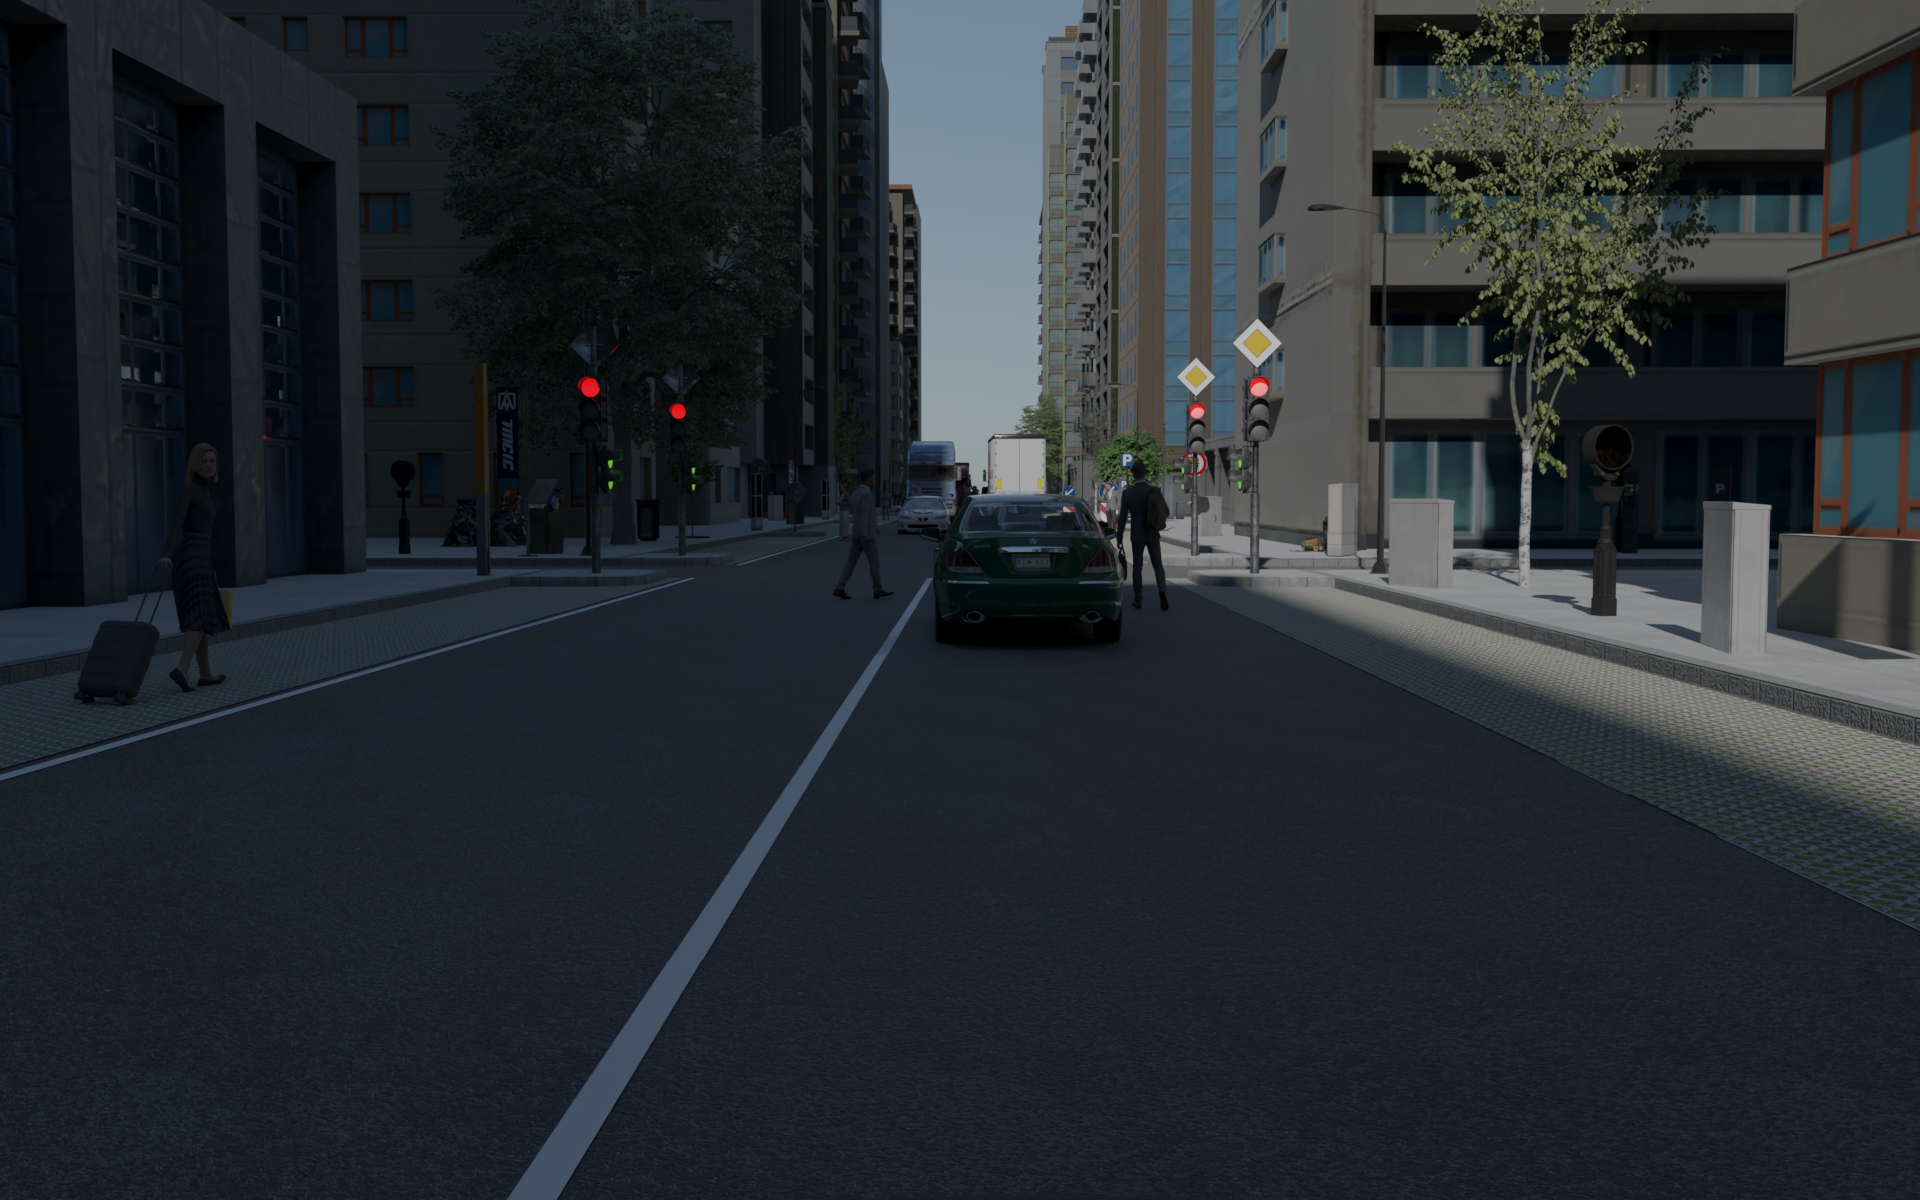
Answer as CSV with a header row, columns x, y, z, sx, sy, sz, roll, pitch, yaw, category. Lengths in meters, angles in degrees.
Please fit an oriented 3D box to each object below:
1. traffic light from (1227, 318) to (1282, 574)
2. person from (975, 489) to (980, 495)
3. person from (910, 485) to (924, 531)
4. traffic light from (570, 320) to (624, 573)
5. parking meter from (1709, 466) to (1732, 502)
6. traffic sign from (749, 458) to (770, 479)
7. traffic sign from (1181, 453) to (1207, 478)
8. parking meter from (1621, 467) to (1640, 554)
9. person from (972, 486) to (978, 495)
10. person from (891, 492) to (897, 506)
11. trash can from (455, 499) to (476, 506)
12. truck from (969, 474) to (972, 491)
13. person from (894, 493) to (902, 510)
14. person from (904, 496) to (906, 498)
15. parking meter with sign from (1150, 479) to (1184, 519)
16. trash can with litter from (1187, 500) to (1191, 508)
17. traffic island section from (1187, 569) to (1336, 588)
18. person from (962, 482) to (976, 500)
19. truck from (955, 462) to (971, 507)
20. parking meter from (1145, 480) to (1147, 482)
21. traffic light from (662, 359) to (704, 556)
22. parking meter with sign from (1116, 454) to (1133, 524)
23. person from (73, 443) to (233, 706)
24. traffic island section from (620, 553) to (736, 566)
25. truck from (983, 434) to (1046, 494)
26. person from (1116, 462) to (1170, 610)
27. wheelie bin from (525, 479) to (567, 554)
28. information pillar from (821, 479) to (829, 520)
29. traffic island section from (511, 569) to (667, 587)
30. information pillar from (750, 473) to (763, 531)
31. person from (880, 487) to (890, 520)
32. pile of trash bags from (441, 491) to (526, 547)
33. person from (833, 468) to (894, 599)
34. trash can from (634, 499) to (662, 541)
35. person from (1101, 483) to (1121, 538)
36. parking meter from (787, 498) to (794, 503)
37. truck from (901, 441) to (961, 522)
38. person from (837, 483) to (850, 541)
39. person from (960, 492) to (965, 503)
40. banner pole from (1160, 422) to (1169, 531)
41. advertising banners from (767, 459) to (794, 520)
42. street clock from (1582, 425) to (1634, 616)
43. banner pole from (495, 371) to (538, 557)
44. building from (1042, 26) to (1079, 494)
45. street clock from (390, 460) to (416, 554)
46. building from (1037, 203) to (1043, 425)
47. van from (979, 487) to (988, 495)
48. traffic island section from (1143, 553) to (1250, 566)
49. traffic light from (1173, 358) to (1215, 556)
x,y,z,sx,sy,sz,roll,pitch,yaw,category
4.732,-2.380,27.832,0.839,4.253,0.868,0,4,1,traffic light
1.027,-5.218,94.645,0.643,1.720,0.563,1,4,18,person
-1.716,-3.523,66.592,0.782,1.767,0.515,0,4,1,person
-5.879,-2.388,27.963,0.839,4.253,0.868,0,4,1,traffic light
16.081,-1.893,36.658,0.399,1.863,0.255,2,4,32,parking meter
-7.138,-3.761,61.606,0.768,2.556,0.104,1,4,11,traffic sign
6.752,-3.057,50.084,0.768,2.556,0.104,0,4,2,traffic sign
14.484,-1.939,37.414,0.255,1.863,0.399,3,4,36,parking meter
0.873,-4.052,74.965,0.699,1.804,1.509,-3,4,-38,person
-7.188,-11.255,193.341,1.217,1.723,0.721,3,4,36,person
-13.122,-2.125,46.392,0.748,1.137,0.748,0,3,0,trash can
0.325,-15.847,248.005,2.839,4.237,11.283,0,4,0,truck
-4.864,-7.839,137.469,0.742,1.727,0.445,-2,4,-24,person
-3.968,-8.071,140.477,1.348,1.821,0.705,0,4,-4,person
10.511,-5.611,88.002,1.738,3.016,0.543,-1,4,-9,parking meter with sign
11.118,-4.251,80.884,0.624,1.170,1.055,3,4,36,trash can with litter
4.772,-0.346,27.945,2.009,0.180,2.903,0,4,1,traffic island section
0.277,-2.990,57.343,0.822,1.834,0.622,0,4,-1,person
-0.392,-10.195,155.608,2.839,4.237,11.283,0,4,0,truck
7.793,-4.185,74.130,0.399,1.863,0.255,2,4,35,parking meter
-5.767,-2.876,35.947,0.839,4.253,0.868,0,4,1,traffic light
7.105,-4.852,75.589,0.543,3.016,1.738,0,4,-7,parking meter with sign
-5.690,-0.221,12.339,0.699,1.804,1.509,1,4,19,person
-5.807,-0.844,36.083,2.009,0.180,2.903,0,4,1,traffic island section
2.690,-5.966,86.462,2.839,4.237,11.283,0,4,-1,truck
2.280,-0.799,21.521,0.622,1.834,0.822,-1,4,-9,person
-8.910,-1.796,37.273,0.980,1.594,0.693,2,4,29,wheelie bin
-6.755,-5.044,86.965,0.304,2.012,0.304,1,4,20,information pillar
-5.918,-0.356,28.098,2.009,0.180,2.903,0,4,1,traffic island section
-7.154,-3.451,60.916,0.304,2.012,0.304,-3,5,-41,information pillar
-4.093,-5.241,94.374,0.511,1.800,0.466,1,4,11,person
-11.691,-2.067,43.541,1.912,1.369,3.447,0,4,2,pile of trash bags
-1.332,-0.910,23.661,0.850,1.792,0.678,-2,4,-28,person
-8.532,-2.186,47.399,0.748,1.137,0.748,0,3,0,trash can
4.896,-2.905,56.185,0.592,1.802,0.473,3,5,41,person
-8.030,-4.501,82.005,0.372,1.533,0.369,0,3,0,parking meter
-1.479,-6.363,93.799,2.967,4.110,18.799,0,4,0,truck
-3.579,-2.691,53.045,0.362,1.759,0.519,-2,4,-31,person
0.230,-8.541,149.617,0.415,1.643,0.593,2,4,32,person
7.077,-4.298,60.283,0.401,3.779,0.863,0,4,4,banner pole
-8.867,-5.488,85.910,0.090,3.025,2.074,2,4,35,advertising banners
6.789,-0.834,18.204,0.471,2.002,0.358,-1,4,-14,street clock
-9.105,-2.781,35.487,0.863,3.779,0.401,0,4,3,banner pole
21.231,-41.811,225.613,21.231,58.520,28.212,0,4,1,building
-11.893,-1.985,37.032,0.471,2.002,0.358,1,4,8,street clock
22.621,-36.697,254.617,22.147,44.769,28.867,0,4,1,building
2.601,-8.367,141.176,2.240,2.365,5.245,0,4,0,van
4.883,-0.835,35.930,2.009,0.180,2.903,0,4,1,traffic island section
4.843,-2.868,35.816,0.839,4.253,0.868,0,4,1,traffic light
